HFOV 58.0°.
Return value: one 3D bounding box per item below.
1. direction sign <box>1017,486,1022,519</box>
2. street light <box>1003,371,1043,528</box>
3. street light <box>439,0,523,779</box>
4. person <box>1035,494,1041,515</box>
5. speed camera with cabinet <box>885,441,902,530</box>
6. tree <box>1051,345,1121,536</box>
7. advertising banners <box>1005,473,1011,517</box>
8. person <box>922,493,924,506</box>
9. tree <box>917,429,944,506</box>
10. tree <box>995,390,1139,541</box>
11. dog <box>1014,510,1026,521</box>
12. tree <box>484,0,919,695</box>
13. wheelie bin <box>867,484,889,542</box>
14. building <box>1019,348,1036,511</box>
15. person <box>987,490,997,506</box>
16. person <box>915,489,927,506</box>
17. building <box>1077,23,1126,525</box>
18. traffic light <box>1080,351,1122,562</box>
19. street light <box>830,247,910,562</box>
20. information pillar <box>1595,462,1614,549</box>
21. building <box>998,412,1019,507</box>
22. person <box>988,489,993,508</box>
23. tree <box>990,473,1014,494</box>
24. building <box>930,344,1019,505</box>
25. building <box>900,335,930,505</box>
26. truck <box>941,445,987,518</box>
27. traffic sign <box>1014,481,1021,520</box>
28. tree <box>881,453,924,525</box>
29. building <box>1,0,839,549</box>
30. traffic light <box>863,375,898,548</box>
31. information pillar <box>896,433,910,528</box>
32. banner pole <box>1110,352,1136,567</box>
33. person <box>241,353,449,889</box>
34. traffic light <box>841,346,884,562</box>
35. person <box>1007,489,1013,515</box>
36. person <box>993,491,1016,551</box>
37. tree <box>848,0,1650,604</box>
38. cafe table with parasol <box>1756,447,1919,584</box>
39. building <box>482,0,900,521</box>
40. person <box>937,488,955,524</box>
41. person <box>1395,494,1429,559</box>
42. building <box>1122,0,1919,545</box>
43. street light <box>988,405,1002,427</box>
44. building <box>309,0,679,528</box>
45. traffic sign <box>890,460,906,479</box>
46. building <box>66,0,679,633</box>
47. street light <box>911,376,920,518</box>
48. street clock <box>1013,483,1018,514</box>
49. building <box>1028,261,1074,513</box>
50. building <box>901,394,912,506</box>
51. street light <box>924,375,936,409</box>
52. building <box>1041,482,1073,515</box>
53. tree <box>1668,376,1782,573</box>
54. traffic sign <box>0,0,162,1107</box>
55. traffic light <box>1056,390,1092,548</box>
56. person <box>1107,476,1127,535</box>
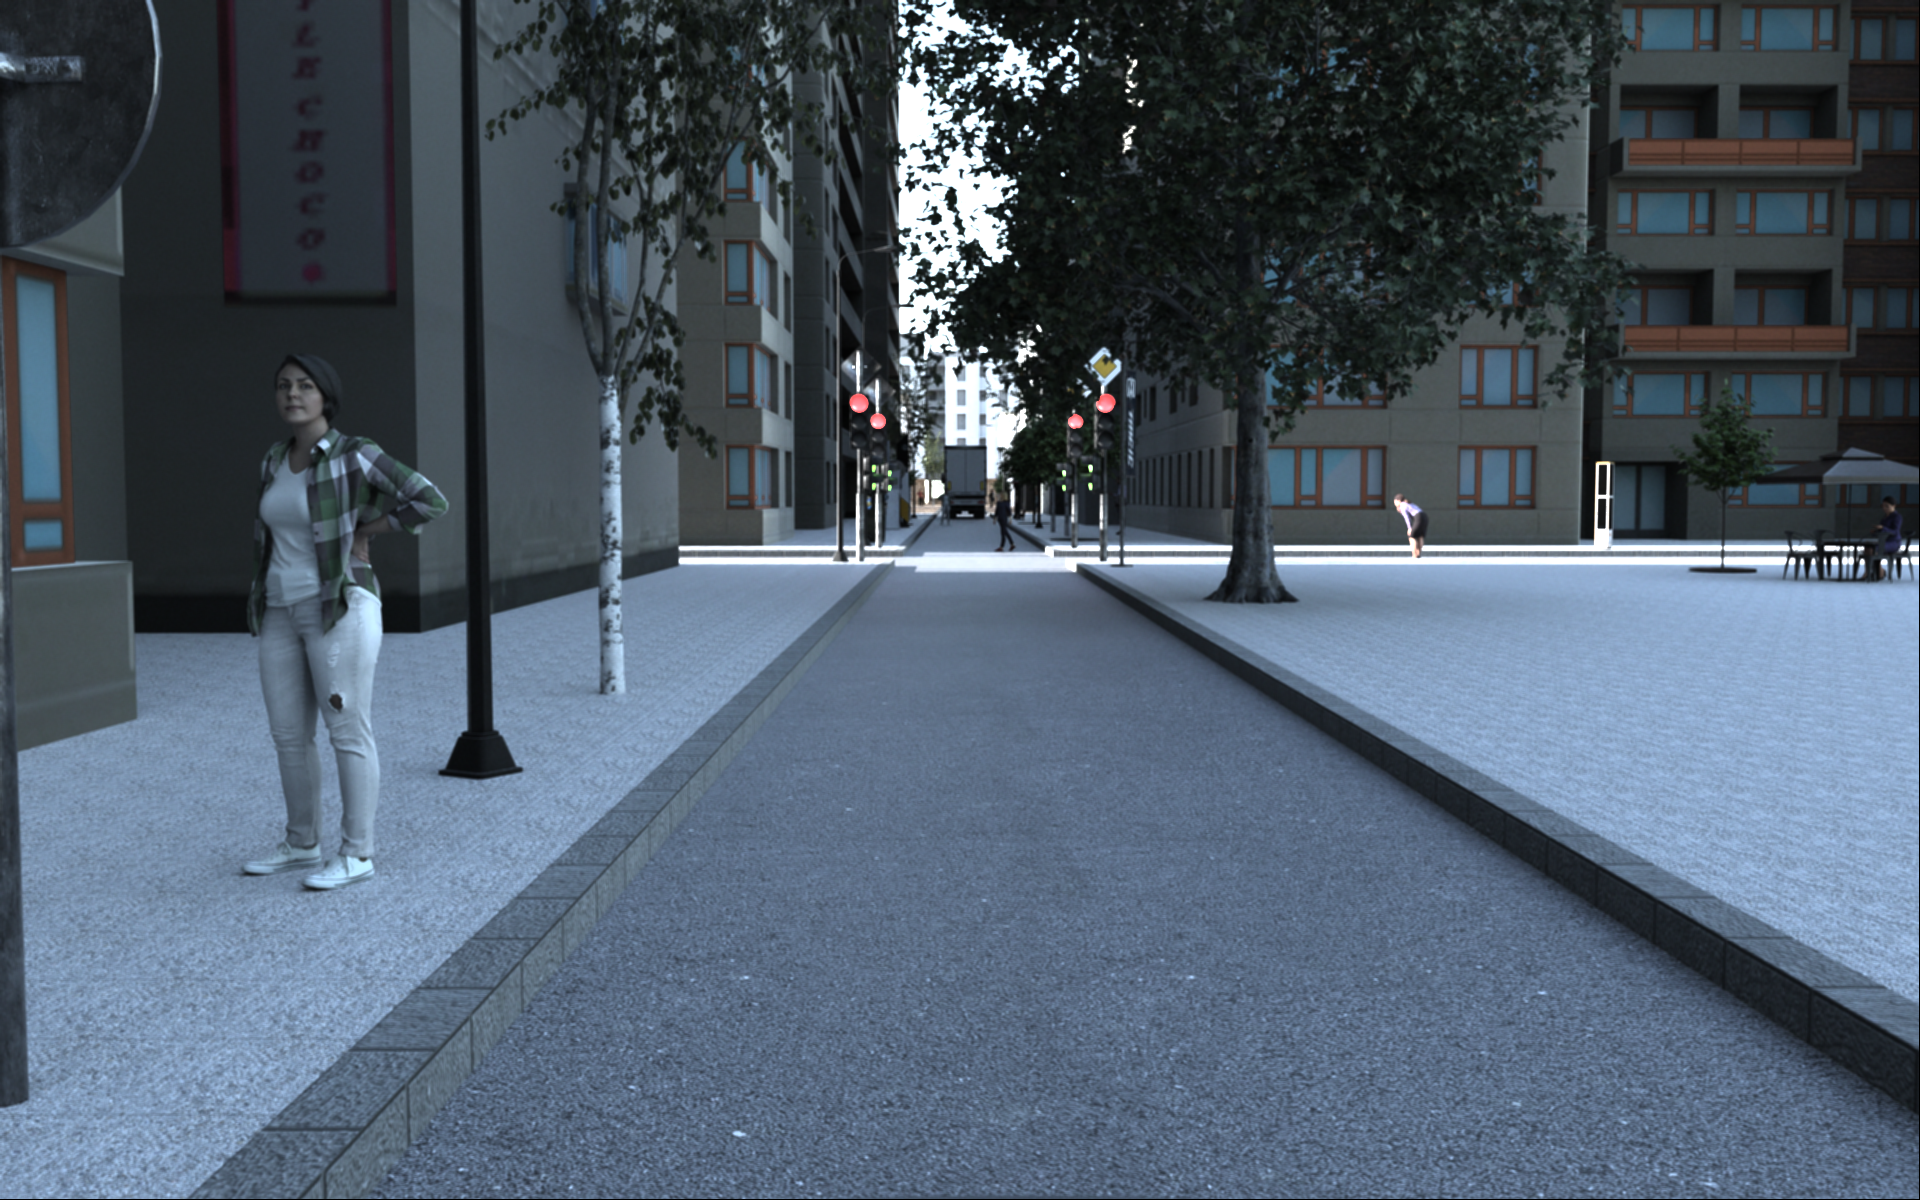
[{"bbox_3d":[2.969,-5.837,87.438,0.379,3.537,0.876,2,4,31],"label":"direction sign"},{"bbox_3d":[2.424,-5.647,64.865,1.470,5.913,1.316,0,4,0],"label":"street light"},{"bbox_3d":[-1.660,-2.155,7.776,1.470,5.913,1.316,0,4,0],"label":"street light"},{"bbox_3d":[4.724,-5.896,106.349,0.435,1.345,0.340,-3,4,-36],"label":"person"},{"bbox_3d":[-2.461,-4.224,63.396,0.660,3.252,2.038,0,3,0],"label":"speed camera with cabinet"},{"bbox_3d":[2.935,-6.600,58.277,4.360,8.622,3.978,0,3,0],"label":"tree"},{"bbox_3d":[2.693,-6.185,97.305,0.090,3.025,2.074,0,4,-6],"label":"advertising banners"},{"bbox_3d":[-3.913,-10.621,182.954,0.557,1.426,1.065,0,4,-2],"label":"person"},{"bbox_3d":[-2.886,-14.698,190.668,4.737,8.622,4.395,0,3,0],"label":"tree"},{"bbox_3d":[3.174,-3.941,48.156,4.285,4.588,4.351,0,3,0],"label":"tree"},{"bbox_3d":[2.911,-4.092,83.738,0.406,0.507,0.540,2,4,33],"label":"dog"},{"bbox_3d":[-2.006,-3.706,10.951,4.360,8.622,3.978,0,3,0],"label":"tree"},{"bbox_3d":[-2.262,-2.338,46.129,0.693,1.594,0.980,0,4,4],"label":"wheelie bin"},{"bbox_3d":[18.790,-18.475,146.033,27.936,21.610,32.646,0,4,0],"label":"building"},{"bbox_3d":[3.479,-10.844,184.135,1.217,1.735,0.721,0,4,-2],"label":"person"},{"bbox_3d":[-4.286,-11.119,187.782,1.348,1.831,0.705,-1,4,-23],"label":"person"},{"bbox_3d":[12.135,-24.048,76.777,14.154,41.232,14.086,0,4,0],"label":"building"},{"bbox_3d":[2.711,-2.686,32.841,0.839,4.253,0.868,0,4,0],"label":"traffic light"},{"bbox_3d":[-1.723,-3.671,32.569,1.470,5.913,1.316,0,4,0],"label":"street light"},{"bbox_3d":[14.977,-2.187,40.247,0.304,2.012,0.304,3,5,41],"label":"information pillar"},{"bbox_3d":[8.745,-14.344,176.672,9.099,9.664,28.070,0,4,0],"label":"building"},{"bbox_3d":[2.900,-9.664,164.868,0.721,1.723,1.217,1,4,16],"label":"person"},{"bbox_3d":[3.515,-8.967,141.216,1.663,3.219,1.824,0,3,0],"label":"tree"},{"bbox_3d":[1.612,-21.623,209.950,11.380,20.091,16.016,0,4,0],"label":"building"},{"bbox_3d":[-9.795,-21.591,209.428,11.380,20.091,16.016,0,4,0],"label":"building"},{"bbox_3d":[0.273,-7.105,105.077,2.839,4.237,11.283,0,4,-1],"label":"truck"},{"bbox_3d":[2.980,-5.260,86.005,0.884,2.594,0.081,0,4,1],"label":"traffic sign"},{"bbox_3d":[-2.567,-4.696,71.382,1.663,3.219,1.824,0,3,0],"label":"tree"},{"bbox_3d":[-18.730,-12.932,56.482,27.650,21.520,28.899,0,4,0],"label":"building"},{"bbox_3d":[-1.892,-3.173,40.798,0.839,4.253,0.868,0,4,0],"label":"traffic light"},{"bbox_3d":[-2.189,-4.589,66.380,0.504,3.616,0.183,-1,4,-18],"label":"information pillar"},{"bbox_3d":[2.975,-2.493,30.780,0.401,3.779,0.863,2,4,28],"label":"banner pole"},{"bbox_3d":[-2.111,0.062,5.750,0.841,1.734,0.376,2,4,33],"label":"person"},{"bbox_3d":[-1.870,-2.685,32.813,0.839,4.253,0.868,0,4,0],"label":"traffic light"},{"bbox_3d":[2.970,-6.026,106.434,0.662,1.594,0.647,1,4,12],"label":"person"},{"bbox_3d":[1.126,-1.982,43.455,0.480,1.512,0.613,2,4,33],"label":"person"},{"bbox_3d":[3.423,-6.330,20.512,9.611,12.733,9.660,0,3,0],"label":"tree"},{"bbox_3d":[13.139,-1.267,25.580,2.610,1.966,2.610,-3,4,-36],"label":"cafe table with parasol"},{"bbox_3d":[-14.565,-29.301,102.772,21.300,48.544,21.600,0,4,0],"label":"building"},{"bbox_3d":[-0.651,-4.428,81.620,0.841,1.734,0.376,0,4,3],"label":"person"},{"bbox_3d":[9.276,-1.462,35.638,0.697,1.427,0.421,2,4,34],"label":"person"},{"bbox_3d":[21.095,-12.932,56.485,28.899,21.520,27.650,0,4,0],"label":"building"},{"bbox_3d":[2.348,-7.185,90.023,1.470,5.913,1.316,0,4,0],"label":"street light"},{"bbox_3d":[-15.710,-27.968,80.973,21.300,48.544,21.600,0,4,0],"label":"building"},{"bbox_3d":[-2.419,-3.962,64.885,0.768,2.556,0.104,0,4,6],"label":"traffic sign"},{"bbox_3d":[-15.490,-24.166,18.814,21.600,48.544,21.300,0,4,0],"label":"building"},{"bbox_3d":[-1.790,-4.264,42.256,1.470,5.913,1.316,0,4,0],"label":"street light"},{"bbox_3d":[3.150,-5.508,94.626,0.471,2.002,0.358,1,4,18],"label":"street clock"},{"bbox_3d":[12.865,-16.322,123.288,16.016,20.091,11.380,0,4,0],"label":"building"},{"bbox_3d":[-8.949,-13.291,159.456,9.099,9.664,28.070,0,4,0],"label":"building"},{"bbox_3d":[-1.800,-5.821,67.719,1.470,5.913,1.316,0,4,0],"label":"street light"},{"bbox_3d":[16.654,-48.033,98.005,22.319,86.520,31.000,0,4,0],"label":"building"},{"bbox_3d":[12.467,-2.074,28.513,1.663,3.219,1.824,0,3,0],"label":"tree"},{"bbox_3d":[-2.014,-0.213,3.583,0.768,2.556,0.104,0,4,7],"label":"traffic sign"},{"bbox_3d":[2.689,-3.175,40.827,0.839,4.253,0.868,0,4,0],"label":"traffic light"},{"bbox_3d":[4.949,-2.978,54.609,0.599,1.838,0.709,0,4,-6],"label":"person"}]
